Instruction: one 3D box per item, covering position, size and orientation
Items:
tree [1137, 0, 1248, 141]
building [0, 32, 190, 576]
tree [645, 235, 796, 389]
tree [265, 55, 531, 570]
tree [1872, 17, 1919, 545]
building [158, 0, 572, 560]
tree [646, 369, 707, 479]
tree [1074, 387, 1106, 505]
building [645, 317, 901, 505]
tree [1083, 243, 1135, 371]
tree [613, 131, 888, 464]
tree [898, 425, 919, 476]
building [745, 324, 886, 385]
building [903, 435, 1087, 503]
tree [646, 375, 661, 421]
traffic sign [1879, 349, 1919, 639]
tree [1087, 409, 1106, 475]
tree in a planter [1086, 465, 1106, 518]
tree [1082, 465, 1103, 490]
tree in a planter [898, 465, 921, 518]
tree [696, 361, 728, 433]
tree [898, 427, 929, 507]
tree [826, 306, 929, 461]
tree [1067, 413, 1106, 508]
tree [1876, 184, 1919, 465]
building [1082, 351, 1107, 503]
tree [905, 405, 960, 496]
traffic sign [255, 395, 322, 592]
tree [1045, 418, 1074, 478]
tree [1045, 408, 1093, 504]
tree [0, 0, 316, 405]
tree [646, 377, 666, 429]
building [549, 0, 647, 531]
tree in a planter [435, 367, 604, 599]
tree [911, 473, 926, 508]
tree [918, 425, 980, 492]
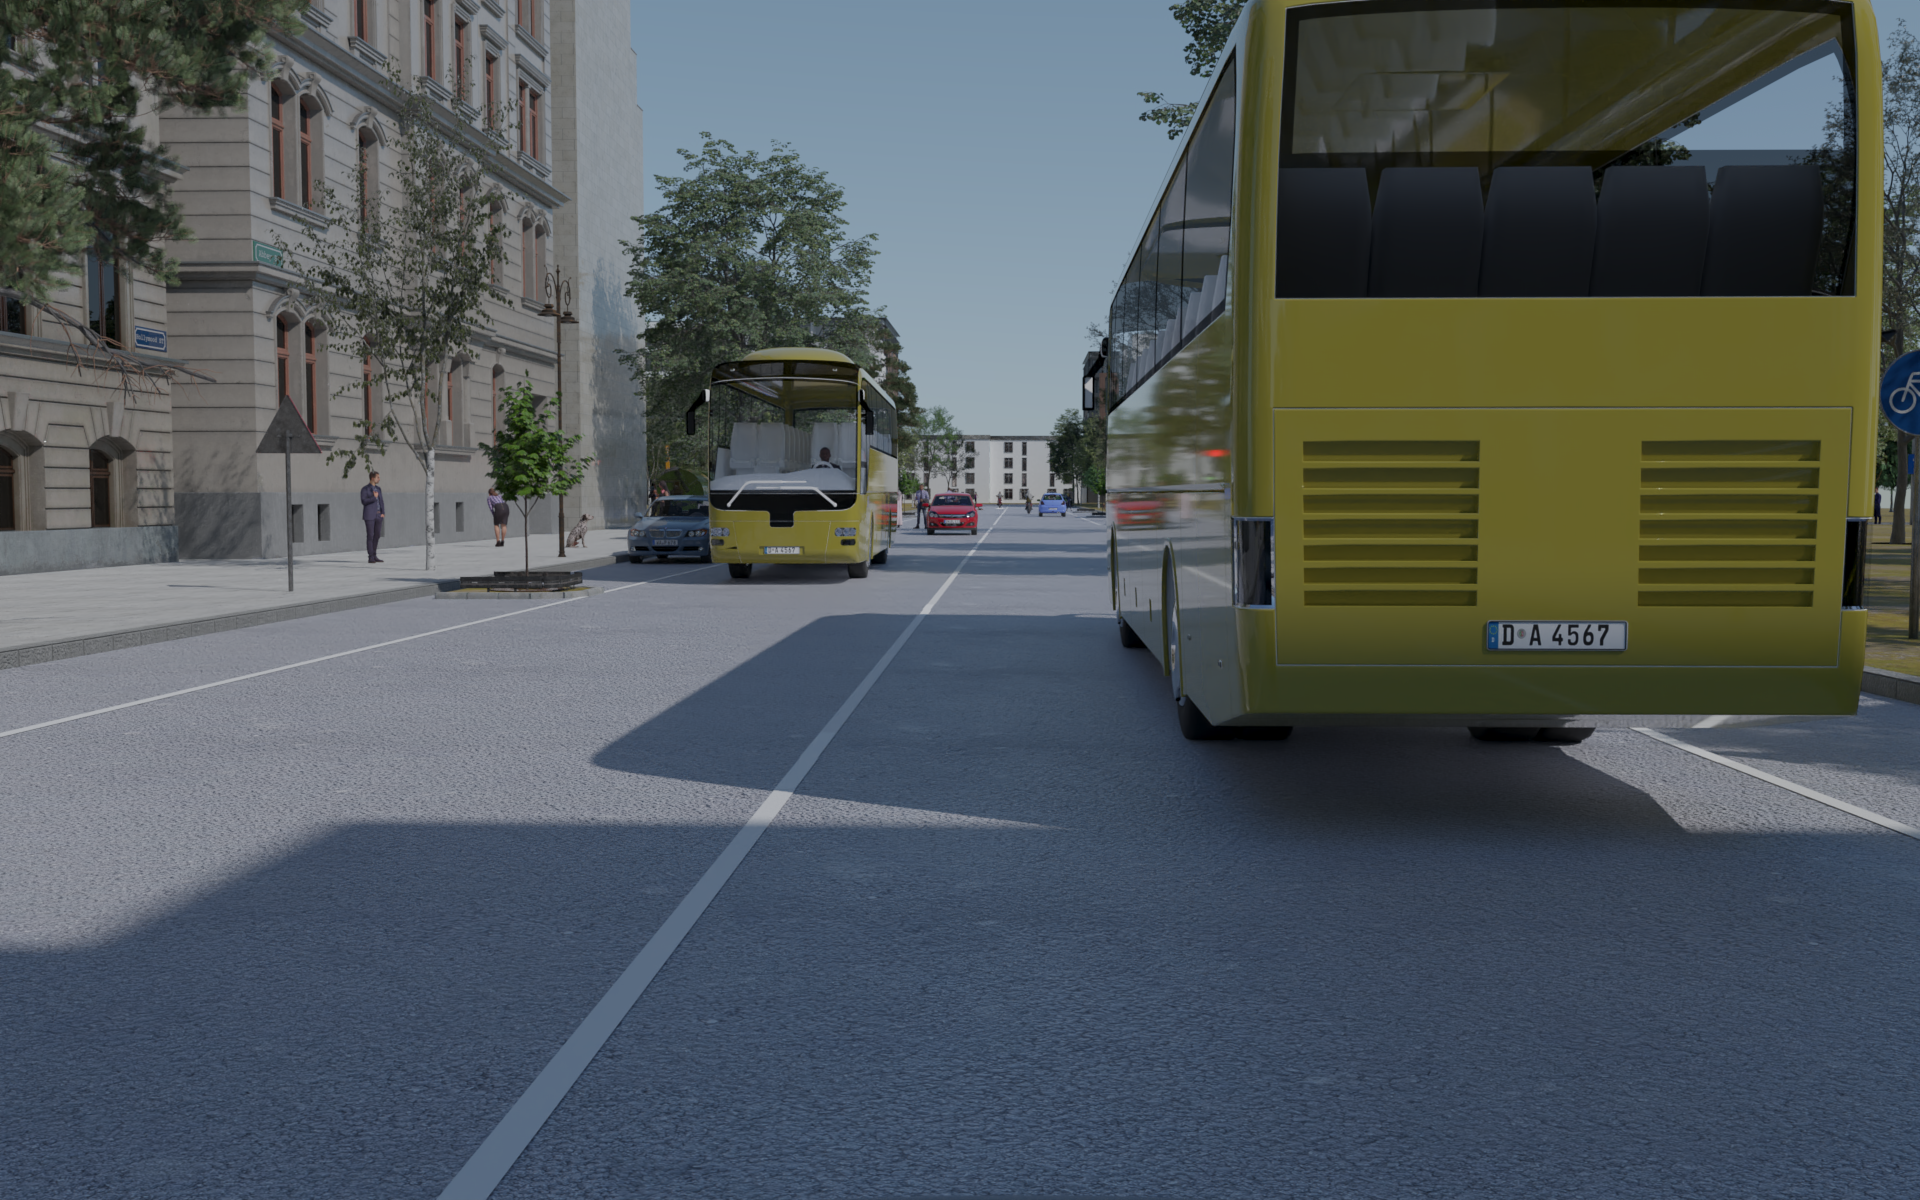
[{"bbox_3d":[8.244,-7.534,29.837,9.857,13.997,8.962,0,3,0],"label":"tree"},{"bbox_3d":[-20.512,-12.003,15.335,14.460,24.649,34.723,0,4,2],"label":"building"},{"bbox_3d":[-18.446,-16.411,124.212,12.611,20.169,13.585,0,3,0],"label":"tree"},{"bbox_3d":[-9.089,-4.813,29.057,4.360,8.622,3.978,0,3,0],"label":"tree"},{"bbox_3d":[24.006,-8.149,43.613,12.009,13.543,11.850,0,3,0],"label":"tree"},{"bbox_3d":[-19.514,-15.718,44.379,14.401,28.519,23.554,0,4,2],"label":"building"},{"bbox_3d":[-22.671,-13.710,142.286,7.486,12.596,7.792,0,3,0],"label":"tree"},{"bbox_3d":[11.691,-10.987,114.049,7.601,10.594,8.767,0,4,1],"label":"tree"},{"bbox_3d":[-24.353,-22.667,214.577,32.646,21.610,27.936,0,4,2],"label":"building"},{"bbox_3d":[9.566,-9.312,62.623,12.009,13.543,11.850,0,3,0],"label":"tree"},{"bbox_3d":[-7.529,-9.511,62.165,9.857,13.997,8.962,0,3,0],"label":"tree"},{"bbox_3d":[-5.310,-12.069,147.694,4.737,8.622,4.395,0,3,0],"label":"tree"},{"bbox_3d":[-16.158,-20.553,192.468,16.016,20.091,11.380,0,4,2],"label":"building"},{"bbox_3d":[4.317,-18.809,249.680,28.070,9.664,9.099,0,4,2],"label":"building"},{"bbox_3d":[-23.548,-11.975,106.160,12.009,13.543,11.850,0,3,0],"label":"tree"},{"bbox_3d":[8.453,-0.928,15.277,0.768,2.556,0.104,0,4,5],"label":"traffic sign"},{"bbox_3d":[12.180,-11.645,140.763,4.360,8.622,3.978,0,3,0],"label":"tree"},{"bbox_3d":[8.690,-6.623,105.502,1.991,3.239,1.994,0,4,2],"label":"tree in a planter"},{"bbox_3d":[13.891,-11.599,173.363,4.285,4.588,4.351,0,3,0],"label":"tree"},{"bbox_3d":[-3.418,-6.659,106.102,1.991,3.239,1.994,0,4,2],"label":"tree in a planter"},{"bbox_3d":[-12.394,-8.759,93.573,4.737,8.622,4.395,0,3,0],"label":"tree"},{"bbox_3d":[-4.759,-13.285,167.580,4.360,8.622,3.978,0,3,0],"label":"tree"},{"bbox_3d":[-6.152,-12.779,116.361,7.806,13.903,7.818,0,3,0],"label":"tree"},{"bbox_3d":[12.731,-12.577,155.994,4.737,8.622,4.395,0,3,0],"label":"tree"},{"bbox_3d":[29.260,-8.575,58.322,7.486,12.596,7.792,0,3,0],"label":"tree"},{"bbox_3d":[34.966,-25.291,257.482,32.646,21.610,27.936,0,4,2],"label":"building"},{"bbox_3d":[-3.590,-16.816,200.702,9.928,11.665,9.643,0,3,0],"label":"tree"},{"bbox_3d":[-8.808,-1.390,22.727,0.884,2.594,0.081,0,4,3],"label":"traffic sign"},{"bbox_3d":[14.099,-16.886,210.500,7.601,10.594,8.767,1,4,21],"label":"tree"},{"bbox_3d":[14.629,-19.005,228.855,7.486,12.596,7.792,0,3,0],"label":"tree"},{"bbox_3d":[-8.863,-5.648,14.398,6.751,12.117,7.091,0,3,0],"label":"tree"},{"bbox_3d":[-18.567,-8.967,96.981,4.737,8.622,4.395,0,3,0],"label":"tree"},{"bbox_3d":[-21.139,-12.800,64.025,16.860,20.320,10.420,0,4,2],"label":"building"},{"bbox_3d":[-6.148,-1.667,24.476,1.991,3.239,1.994,0,4,2],"label":"tree in a planter"},{"bbox_3d":[-4.095,-10.050,158.914,1.663,3.219,1.824,0,3,0],"label":"tree"},{"bbox_3d":[-1.679,-18.220,232.314,8.767,10.594,7.601,0,4,-6],"label":"tree"}]
